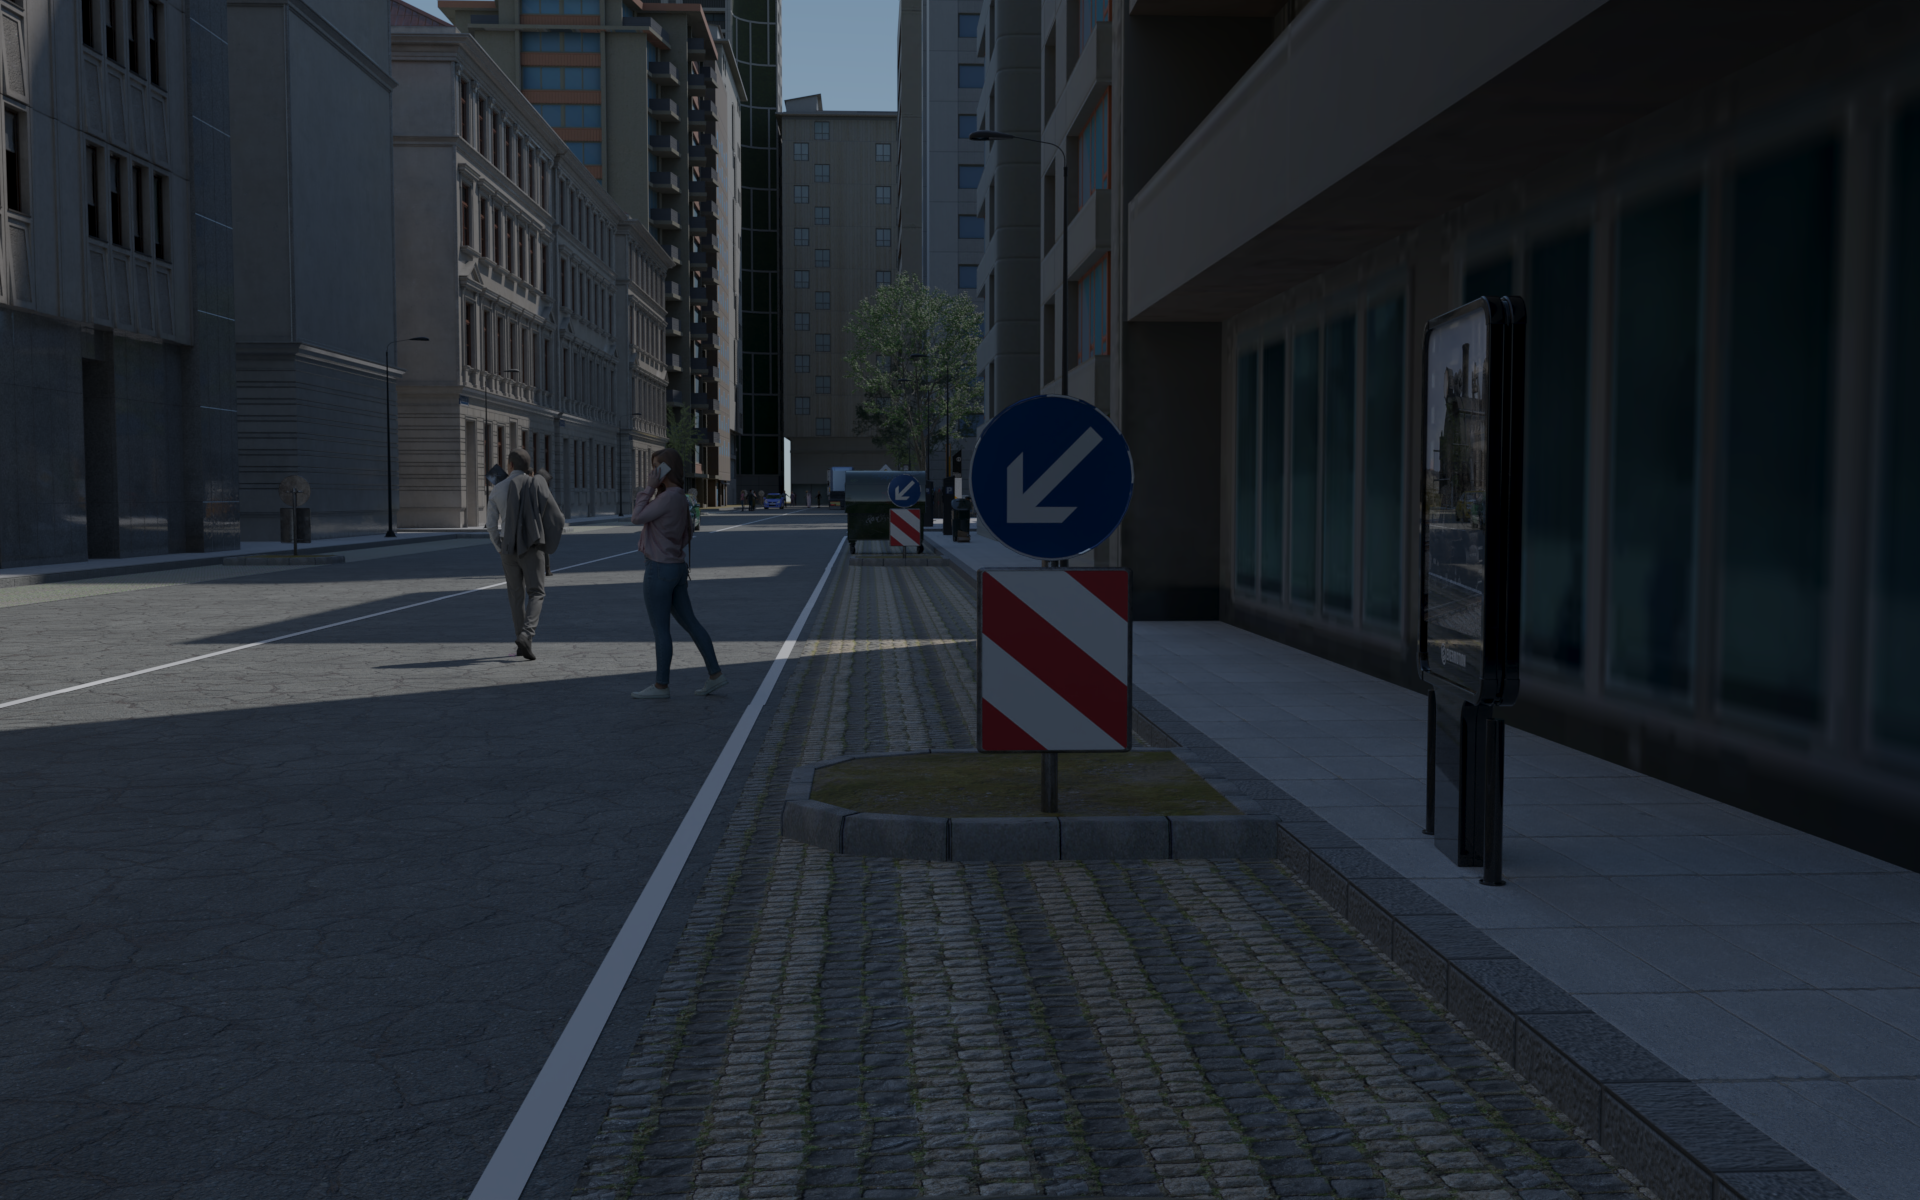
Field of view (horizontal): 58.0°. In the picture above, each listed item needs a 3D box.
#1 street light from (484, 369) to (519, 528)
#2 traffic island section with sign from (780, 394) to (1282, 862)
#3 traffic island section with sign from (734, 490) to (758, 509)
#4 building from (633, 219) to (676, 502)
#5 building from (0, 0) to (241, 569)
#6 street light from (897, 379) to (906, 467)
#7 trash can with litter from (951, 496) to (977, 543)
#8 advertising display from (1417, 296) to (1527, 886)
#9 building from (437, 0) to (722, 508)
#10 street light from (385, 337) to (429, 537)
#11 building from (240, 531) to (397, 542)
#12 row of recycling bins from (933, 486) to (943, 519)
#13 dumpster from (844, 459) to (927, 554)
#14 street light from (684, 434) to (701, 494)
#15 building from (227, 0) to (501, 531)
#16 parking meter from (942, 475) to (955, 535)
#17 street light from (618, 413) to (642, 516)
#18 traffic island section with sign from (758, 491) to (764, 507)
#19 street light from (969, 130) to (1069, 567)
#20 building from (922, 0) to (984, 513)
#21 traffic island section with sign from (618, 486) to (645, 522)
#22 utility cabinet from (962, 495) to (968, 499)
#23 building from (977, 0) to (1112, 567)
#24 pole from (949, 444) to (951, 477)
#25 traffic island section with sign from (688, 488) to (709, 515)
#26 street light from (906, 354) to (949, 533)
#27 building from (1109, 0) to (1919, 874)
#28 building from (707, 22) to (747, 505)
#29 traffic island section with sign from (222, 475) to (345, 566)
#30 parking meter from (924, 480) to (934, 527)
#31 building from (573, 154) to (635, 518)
[{"bbox_3d":[-17.085,-5.627,64.535,1.470,5.913,1.316,0,4,-3],"label":"street light"},{"bbox_3d":[0.221,0.059,7.661,1.989,1.847,2.006,0,4,-3],"label":"traffic island section with sign"},{"bbox_3d":[-20.702,-9.655,166.490,1.989,1.847,2.006,0,4,-3],"label":"traffic island section with sign"},{"bbox_3d":[-26.085,-17.160,116.724,11.583,22.565,21.152,0,4,-3],"label":"building"},{"bbox_3d":[-22.042,-12.899,28.918,12.078,24.808,19.932,0,4,-3],"label":"building"},{"bbox_3d":[-1.818,-5.955,69.903,1.470,5.913,1.316,0,4,-3],"label":"street light"},{"bbox_3d":[0.113,-2.125,46.132,0.624,1.170,1.055,-1,4,-10],"label":"trash can with litter"},{"bbox_3d":[1.773,-0.053,6.073,0.123,1.923,0.974,0,4,3],"label":"advertising display"},{"bbox_3d":[-33.000,-30.499,153.289,22.147,44.769,28.867,0,4,-3],"label":"building"},{"bbox_3d":[-16.368,-4.815,51.267,1.470,5.913,1.316,0,4,-3],"label":"street light"},{"bbox_3d":[-27.860,-13.108,50.475,21.152,22.565,11.583,0,4,-3],"label":"building"},{"bbox_3d":[-0.962,-5.139,91.133,1.069,1.692,3.534,-2,4,-26],"label":"row of recycling bins"},{"bbox_3d":[-1.771,-2.226,41.347,1.985,2.255,1.502,0,4,-2],"label":"dumpster"},{"bbox_3d":[-20.773,-9.885,134.167,1.470,5.913,1.316,0,4,-3],"label":"street light"},{"bbox_3d":[-24.276,-14.545,73.974,11.583,22.565,21.152,0,4,-3],"label":"building"},{"bbox_3d":[-0.365,-2.957,54.051,0.399,1.863,0.255,-1,4,-8],"label":"parking meter"},{"bbox_3d":[-18.923,-7.752,99.293,1.470,5.913,1.316,0,4,-3],"label":"street light"},{"bbox_3d":[-22.137,-11.315,193.621,1.989,1.847,2.006,0,4,-3],"label":"traffic island section with sign"},{"bbox_3d":[0.814,-3.044,22.313,1.470,5.913,1.316,0,4,-3],"label":"street light"},{"bbox_3d":[7.871,-35.279,118.807,21.231,58.520,28.212,0,4,-3],"label":"building"},{"bbox_3d":[-16.640,-4.976,89.980,1.989,1.847,2.006,0,4,-3],"label":"traffic island section with sign"},{"bbox_3d":[-0.008,-5.504,101.147,1.020,1.237,0.306,-1,4,-19],"label":"utility cabinet"},{"bbox_3d":[15.103,-11.992,41.108,27.650,21.520,28.899,0,4,-3],"label":"building"},{"bbox_3d":[-0.471,-4.667,70.141,0.158,3.312,0.155,0,3,0],"label":"pole"},{"bbox_3d":[-18.101,-6.656,117.445,1.989,1.847,2.006,0,4,-3],"label":"traffic island section with sign"},{"bbox_3d":[-0.953,-5.197,57.504,1.470,5.913,1.316,0,4,-3],"label":"street light"},{"bbox_3d":[12.767,-23.439,6.926,21.300,48.544,21.600,0,4,-3],"label":"building"},{"bbox_3d":[-39.209,-37.359,200.066,27.495,52.752,28.713,0,4,-3],"label":"building"},{"bbox_3d":[-13.752,-1.641,35.458,1.989,1.847,2.006,0,4,-3],"label":"traffic island section with sign"},{"bbox_3d":[-1.229,-3.792,67.711,0.399,1.863,0.255,1,4,21],"label":"parking meter"},{"bbox_3d":[-25.399,-15.835,95.056,11.583,22.565,21.152,0,4,-3],"label":"building"}]
